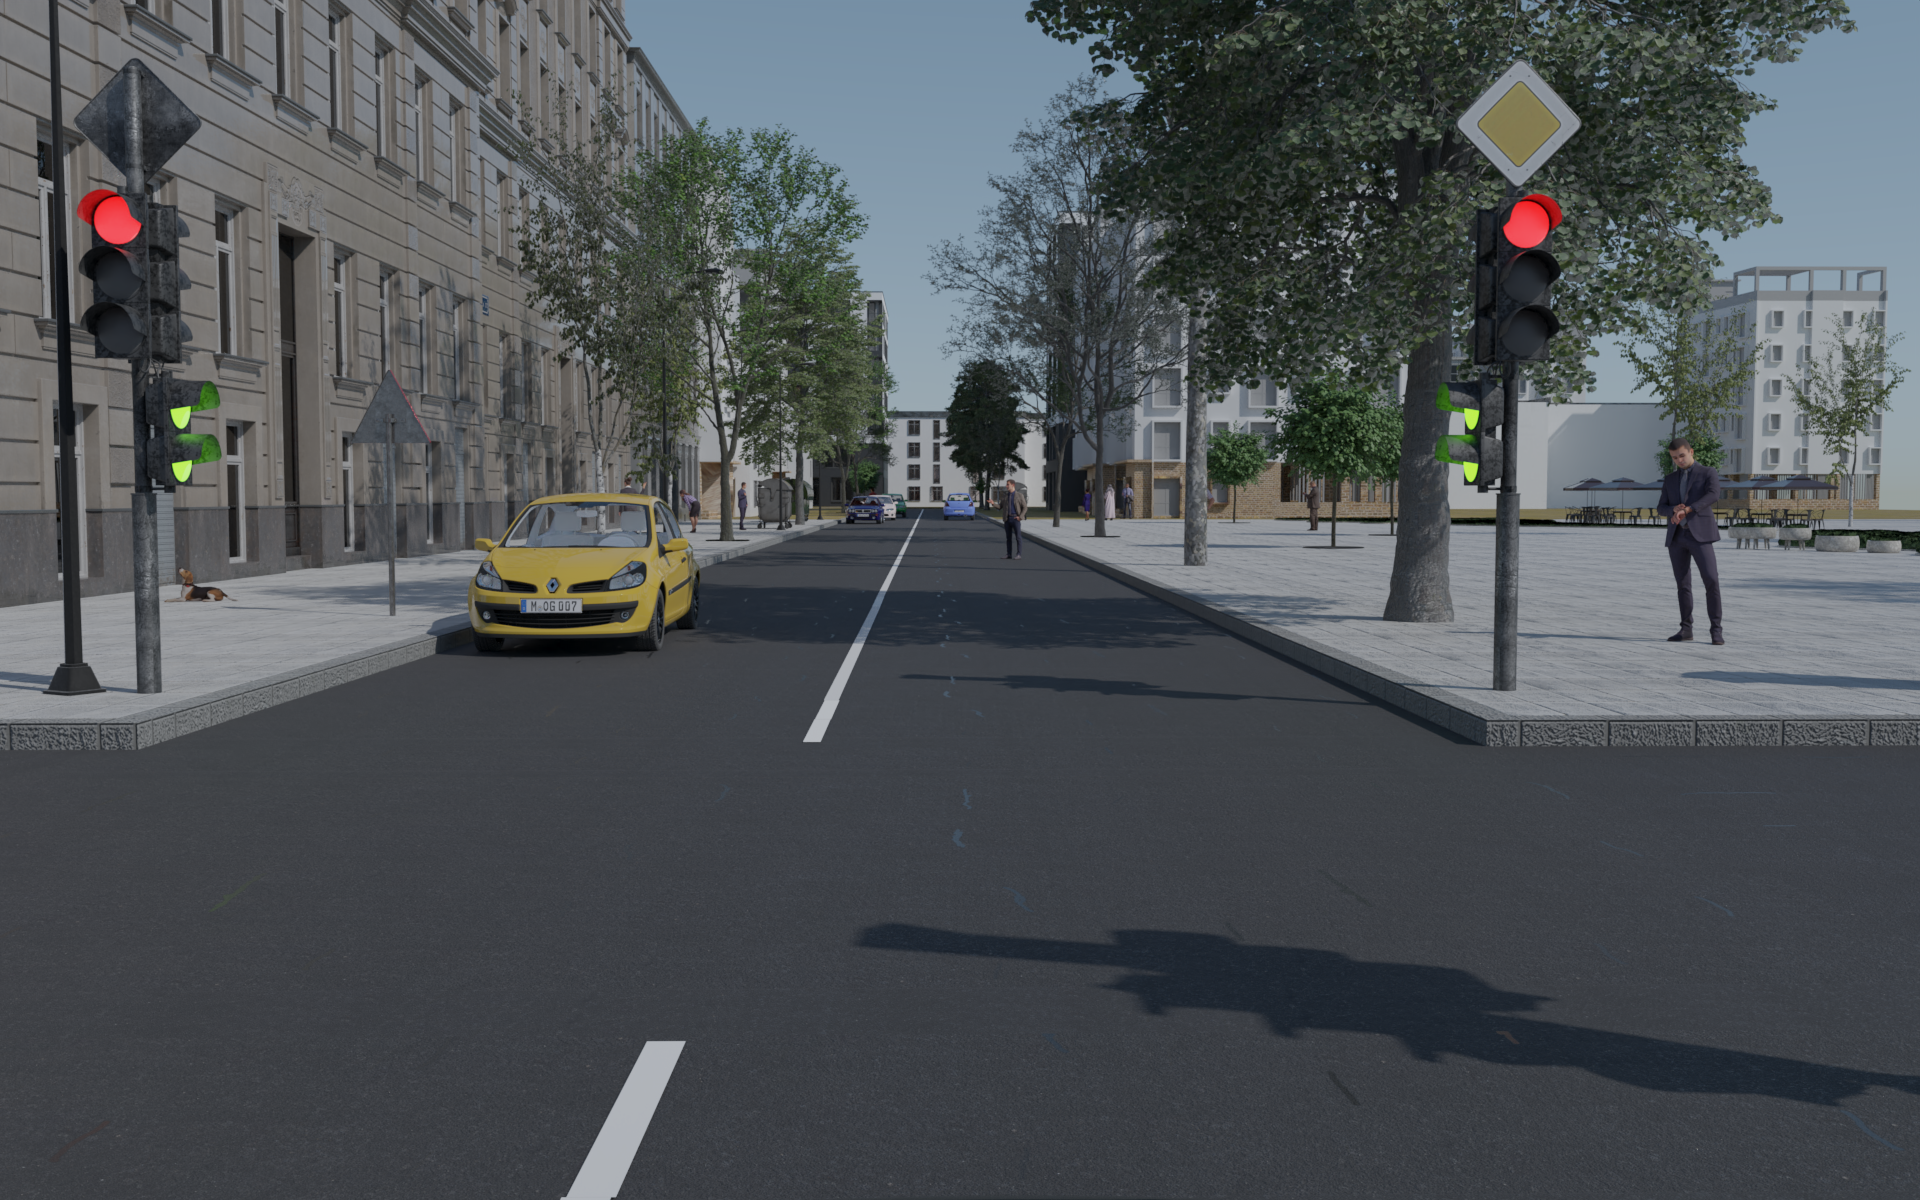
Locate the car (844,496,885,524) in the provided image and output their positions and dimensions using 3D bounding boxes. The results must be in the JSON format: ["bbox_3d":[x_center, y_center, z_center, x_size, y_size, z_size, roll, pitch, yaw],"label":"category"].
[{"bbox_3d":[-4.599,-4.371,84.046,1.945,1.354,3.894,0,4,0],"label":"car"}]

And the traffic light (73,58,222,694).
[{"bbox_3d":[-5.214,-1.334,11.060,0.839,4.213,0.868,0,4,-1],"label":"traffic light"}]

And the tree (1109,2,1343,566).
[{"bbox_3d":[5.557,-10.636,29.789,12.611,20.169,13.585,0,3,0],"label":"tree"}]

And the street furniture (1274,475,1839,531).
[{"bbox_3d":[23.393,-4.152,72.913,14.083,1.986,27.439,0,4,-6],"label":"street furniture"}]

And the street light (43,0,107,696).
[{"bbox_3d":[-5.169,-2.352,10.994,1.470,5.913,1.316,0,4,-1],"label":"street light"}]

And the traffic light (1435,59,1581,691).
[{"bbox_3d":[3.546,-1.344,11.224,0.839,4.213,0.868,0,4,-1],"label":"traffic light"}]

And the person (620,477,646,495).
[{"bbox_3d":[-8.496,-2.327,44.885,0.445,1.727,0.742,3,4,37],"label":"person"}]

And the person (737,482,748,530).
[{"bbox_3d":[-7.711,-3.334,61.469,0.530,1.710,0.541,2,4,31],"label":"person"}]

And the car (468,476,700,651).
[{"bbox_3d":[-3.604,-0.415,17.011,2.015,1.641,3.980,0,4,-1],"label":"car"}]

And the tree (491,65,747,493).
[{"bbox_3d":[-6.143,-4.888,30.282,4.360,8.622,3.978,0,3,0],"label":"tree"}]

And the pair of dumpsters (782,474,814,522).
[{"bbox_3d":[-7.659,-4.737,79.946,1.574,2.255,4.436,0,4,-1],"label":"pair of dumpsters"}]

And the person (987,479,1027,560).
[{"bbox_3d":[1.030,-1.769,37.957,0.750,1.759,0.617,-3,5,-43],"label":"person"}]

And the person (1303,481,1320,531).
[{"bbox_3d":[12.336,-3.304,60.754,0.600,1.739,0.565,0,4,-4],"label":"person"}]

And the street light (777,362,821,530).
[{"bbox_3d":[-5.798,-5.419,61.146,1.470,5.913,1.316,0,4,-1],"label":"street light"}]

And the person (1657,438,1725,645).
[{"bbox_3d":[6.285,-0.516,14.931,0.568,1.767,0.683,-3,5,-41],"label":"person"}]

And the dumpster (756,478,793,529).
[{"bbox_3d":[-6.875,-3.575,64.218,1.264,1.857,1.865,0,4,-1],"label":"dumpster"}]

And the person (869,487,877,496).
[{"bbox_3d":[-5.232,-5.802,103.303,0.705,1.831,1.348,3,5,45],"label":"person"}]

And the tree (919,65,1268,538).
[{"bbox_3d":[4.013,-8.590,50.819,12.009,13.543,11.850,0,3,0],"label":"tree"}]

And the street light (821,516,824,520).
[{"bbox_3d":[-6.410,-6.933,85.893,1.470,5.913,1.316,0,4,-1],"label":"street light"}]

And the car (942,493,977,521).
[{"bbox_3d":[-0.038,-5.228,95.068,1.945,1.707,3.694,0,4,0],"label":"car"}]

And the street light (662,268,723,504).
[{"bbox_3d":[-5.557,-3.866,35.745,1.470,5.913,1.316,0,4,-1],"label":"street light"}]

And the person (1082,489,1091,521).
[{"bbox_3d":[5.977,-4.545,82.729,0.546,1.535,0.453,3,4,37],"label":"person"}]

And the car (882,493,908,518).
[{"bbox_3d":[-4.195,-5.999,106.887,1.959,1.807,4.718,0,4,-1],"label":"car"}]

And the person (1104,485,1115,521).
[{"bbox_3d":[7.229,-4.716,83.810,0.621,1.740,0.551,2,4,33],"label":"person"}]

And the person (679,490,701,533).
[{"bbox_3d":[-8.915,-2.930,57.183,0.697,1.427,0.421,0,4,5],"label":"person"}]

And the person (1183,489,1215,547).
[{"bbox_3d":[5.728,-2.128,41.768,0.756,1.711,0.436,3,5,43],"label":"person"}]

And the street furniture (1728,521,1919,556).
[{"bbox_3d":[22.007,-1.362,37.889,5.734,0.657,10.072,-2,4,-26],"label":"street furniture"}]

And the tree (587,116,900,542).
[{"bbox_3d":[-6.268,-7.409,46.887,9.928,11.665,9.643,0,3,0],"label":"tree"}]

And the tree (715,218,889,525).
[{"bbox_3d":[-6.313,-9.385,71.578,7.486,12.596,7.792,0,3,0],"label":"tree"}]

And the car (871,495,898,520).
[{"bbox_3d":[-4.467,-5.092,95.611,2.083,1.381,4.827,0,4,-2],"label":"car"}]

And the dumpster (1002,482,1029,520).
[{"bbox_3d":[2.715,-4.832,84.755,1.264,1.857,1.865,0,4,-1],"label":"dumpster"}]

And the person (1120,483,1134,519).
[{"bbox_3d":[8.566,-5.087,89.079,0.709,1.838,0.599,1,4,21],"label":"person"}]
